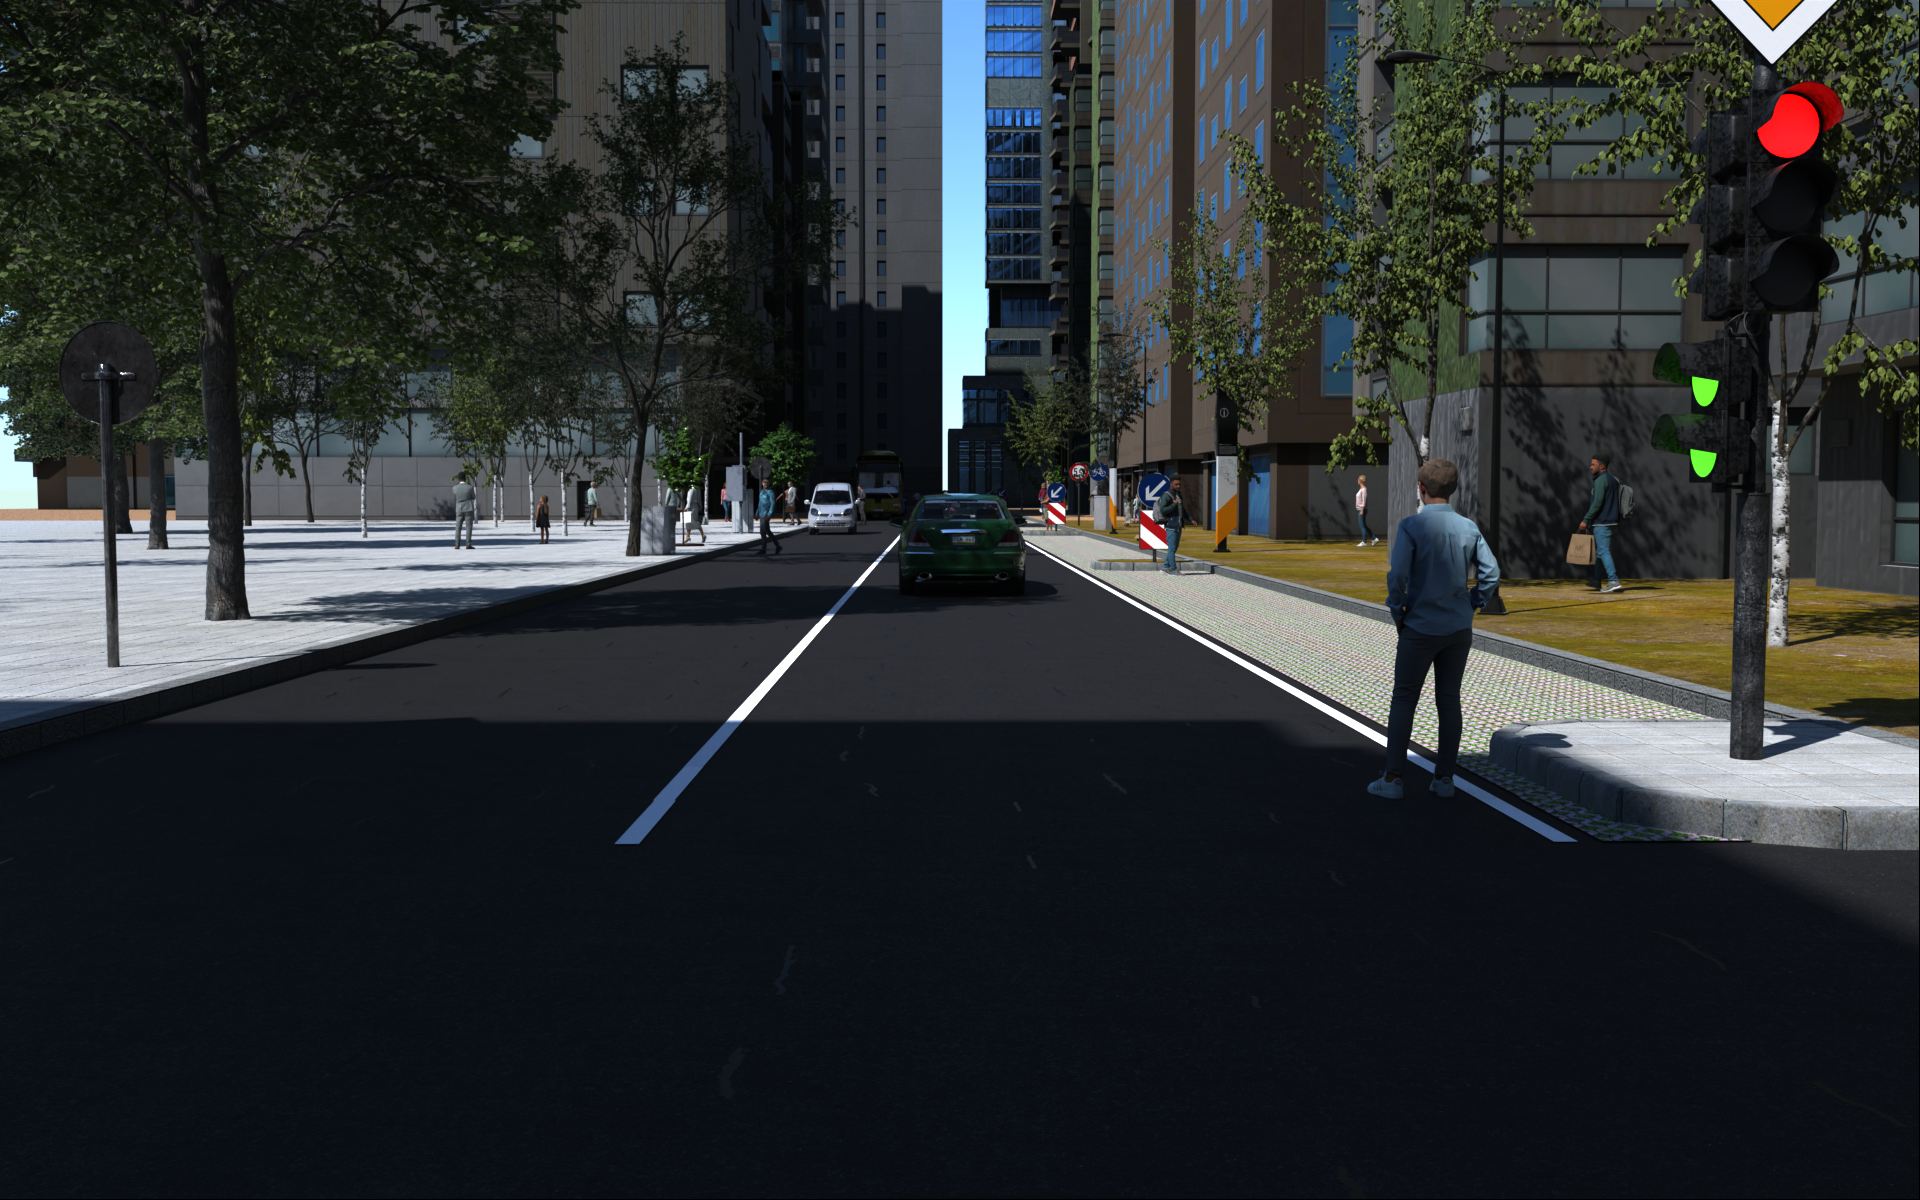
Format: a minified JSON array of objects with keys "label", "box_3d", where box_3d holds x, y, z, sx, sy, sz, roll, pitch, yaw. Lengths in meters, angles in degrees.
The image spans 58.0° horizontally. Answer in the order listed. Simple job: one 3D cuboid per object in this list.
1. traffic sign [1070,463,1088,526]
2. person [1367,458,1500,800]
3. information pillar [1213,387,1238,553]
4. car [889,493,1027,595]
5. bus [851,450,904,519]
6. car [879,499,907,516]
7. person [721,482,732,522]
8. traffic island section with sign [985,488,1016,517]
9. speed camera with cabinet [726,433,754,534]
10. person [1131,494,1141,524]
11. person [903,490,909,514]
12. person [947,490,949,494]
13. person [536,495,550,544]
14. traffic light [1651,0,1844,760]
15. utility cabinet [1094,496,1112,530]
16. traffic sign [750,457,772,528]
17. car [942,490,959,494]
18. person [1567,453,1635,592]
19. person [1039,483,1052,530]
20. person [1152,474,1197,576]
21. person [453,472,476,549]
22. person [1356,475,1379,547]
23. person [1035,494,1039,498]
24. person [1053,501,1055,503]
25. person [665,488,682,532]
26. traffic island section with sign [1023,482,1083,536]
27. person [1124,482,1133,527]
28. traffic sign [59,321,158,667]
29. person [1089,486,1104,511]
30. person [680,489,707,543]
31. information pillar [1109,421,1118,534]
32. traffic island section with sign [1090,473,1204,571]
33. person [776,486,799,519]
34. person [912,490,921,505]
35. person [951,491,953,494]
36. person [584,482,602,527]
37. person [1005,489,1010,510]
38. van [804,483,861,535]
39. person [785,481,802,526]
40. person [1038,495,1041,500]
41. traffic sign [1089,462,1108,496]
[{"label":"traffic sign","box_3d":[4.823,-4.286,70.183,0.768,2.556,0.104,0,4,8]},{"label":"person","box_3d":[2.254,0.128,8.225,0.589,1.601,0.330,0,4,-2]},{"label":"information pillar","box_3d":[5.837,-2.851,37.977,0.504,3.616,0.183,-1,4,-18]},{"label":"car","box_3d":[-0.010,-0.878,26.151,2.131,1.459,4.920,0,4,-2]},{"label":"bus","box_3d":[-4.631,-6.696,101.020,2.896,3.916,12.252,0,4,-1]},{"label":"car","box_3d":[-4.441,-6.327,113.037,1.945,1.707,3.694,0,4,-2]},{"label":"person","box_3d":[-10.768,-4.507,79.750,0.555,1.821,0.388,-3,5,-42]},{"label":"traffic island section with sign","box_3d":[2.535,-6.217,110.282,1.989,1.847,2.006,0,4,-1]},{"label":"speed camera with cabinet","box_3d":[-7.192,-3.803,56.520,0.660,3.252,2.038,0,4,2]},{"label":"person","box_3d":[7.580,-3.931,74.586,0.394,1.301,0.425,3,4,37]},{"label":"person","box_3d":[-4.058,-7.192,126.624,0.617,1.759,0.750,1,4,16]},{"label":"person","box_3d":[-0.898,-7.609,133.727,1.217,1.723,0.721,0,4,6]},{"label":"person","box_3d":[-10.700,-2.059,44.384,0.362,1.253,0.373,-3,5,-40]},{"label":"traffic light","box_3d":[3.801,-1.185,8.300,0.839,4.253,0.868,0,4,-1]},{"label":"utility cabinet","box_3d":[5.159,-3.123,62.228,0.306,1.237,1.020,-1,4,-21]},{"label":"traffic sign","box_3d":[-6.773,-3.594,58.869,0.768,2.556,0.104,0,4,8]},{"label":"car","box_3d":[-0.873,-9.173,158.645,2.281,1.827,5.304,0,4,-2]},{"label":"person","box_3d":[8.392,-1.021,22.714,0.794,1.824,0.713,-2,4,-30]},{"label":"person","box_3d":[3.086,-3.253,61.660,0.580,1.828,0.573,1,4,18]},{"label":"person","box_3d":[3.719,-1.305,30.178,0.721,1.781,0.623,2,4,26]},{"label":"person","box_3d":[-11.549,-2.089,40.381,0.511,1.800,0.466,-1,4,-13]},{"label":"person","box_3d":[9.953,-2.178,42.328,0.598,1.740,0.731,0,4,0]},{"label":"person","box_3d":[6.631,-8.057,137.778,1.348,1.823,0.705,0,4,-1]},{"label":"person","box_3d":[5.204,-5.318,93.717,0.721,1.735,1.217,0,4,4]},{"label":"person","box_3d":[-9.722,-3.217,59.124,0.515,1.767,0.782,3,4,37]},{"label":"traffic island section with sign","box_3d":[3.182,-3.140,59.964,1.989,1.847,2.006,0,4,-1]},{"label":"person","box_3d":[6.579,-3.726,67.508,0.362,1.759,0.519,0,4,-7]},{"label":"traffic sign","box_3d":[-6.278,-0.774,12.769,0.768,2.556,0.104,0,4,6]},{"label":"person","box_3d":[7.560,-5.390,94.908,1.217,1.736,0.721,-2,4,-28]},{"label":"person","box_3d":[-6.995,-2.397,45.586,0.624,1.780,0.694,2,4,33]},{"label":"information pillar","box_3d":[4.930,-3.936,55.708,0.183,3.616,0.504,-1,4,-14]},{"label":"traffic island section with sign","box_3d":[3.521,-1.491,33.011,1.989,1.847,2.006,0,4,-1]},{"label":"person","box_3d":[-8.702,-4.938,87.482,1.217,1.736,0.721,-1,4,-21]},{"label":"person","box_3d":[-3.042,-6.906,122.345,0.756,1.711,0.436,-1,4,-16]},{"label":"person","box_3d":[-0.659,-8.768,152.580,1.217,1.736,0.721,-1,4,-15]},{"label":"person","box_3d":[-14.395,-3.753,67.893,0.515,1.767,0.782,-3,5,-42]},{"label":"person","box_3d":[3.889,-8.300,142.531,0.721,1.735,1.217,-1,4,-12]},{"label":"van","box_3d":[-4.573,-3.390,62.444,2.013,2.044,4.112,0,4,-2]},{"label":"person","box_3d":[-6.864,-3.943,70.625,0.853,1.813,0.709,-3,5,-39]},{"label":"person","box_3d":[7.704,-9.424,162.541,0.705,1.831,1.348,-2,4,-26]},{"label":"traffic sign","box_3d":[5.501,-4.213,68.987,0.768,2.556,0.104,0,4,2]}]
